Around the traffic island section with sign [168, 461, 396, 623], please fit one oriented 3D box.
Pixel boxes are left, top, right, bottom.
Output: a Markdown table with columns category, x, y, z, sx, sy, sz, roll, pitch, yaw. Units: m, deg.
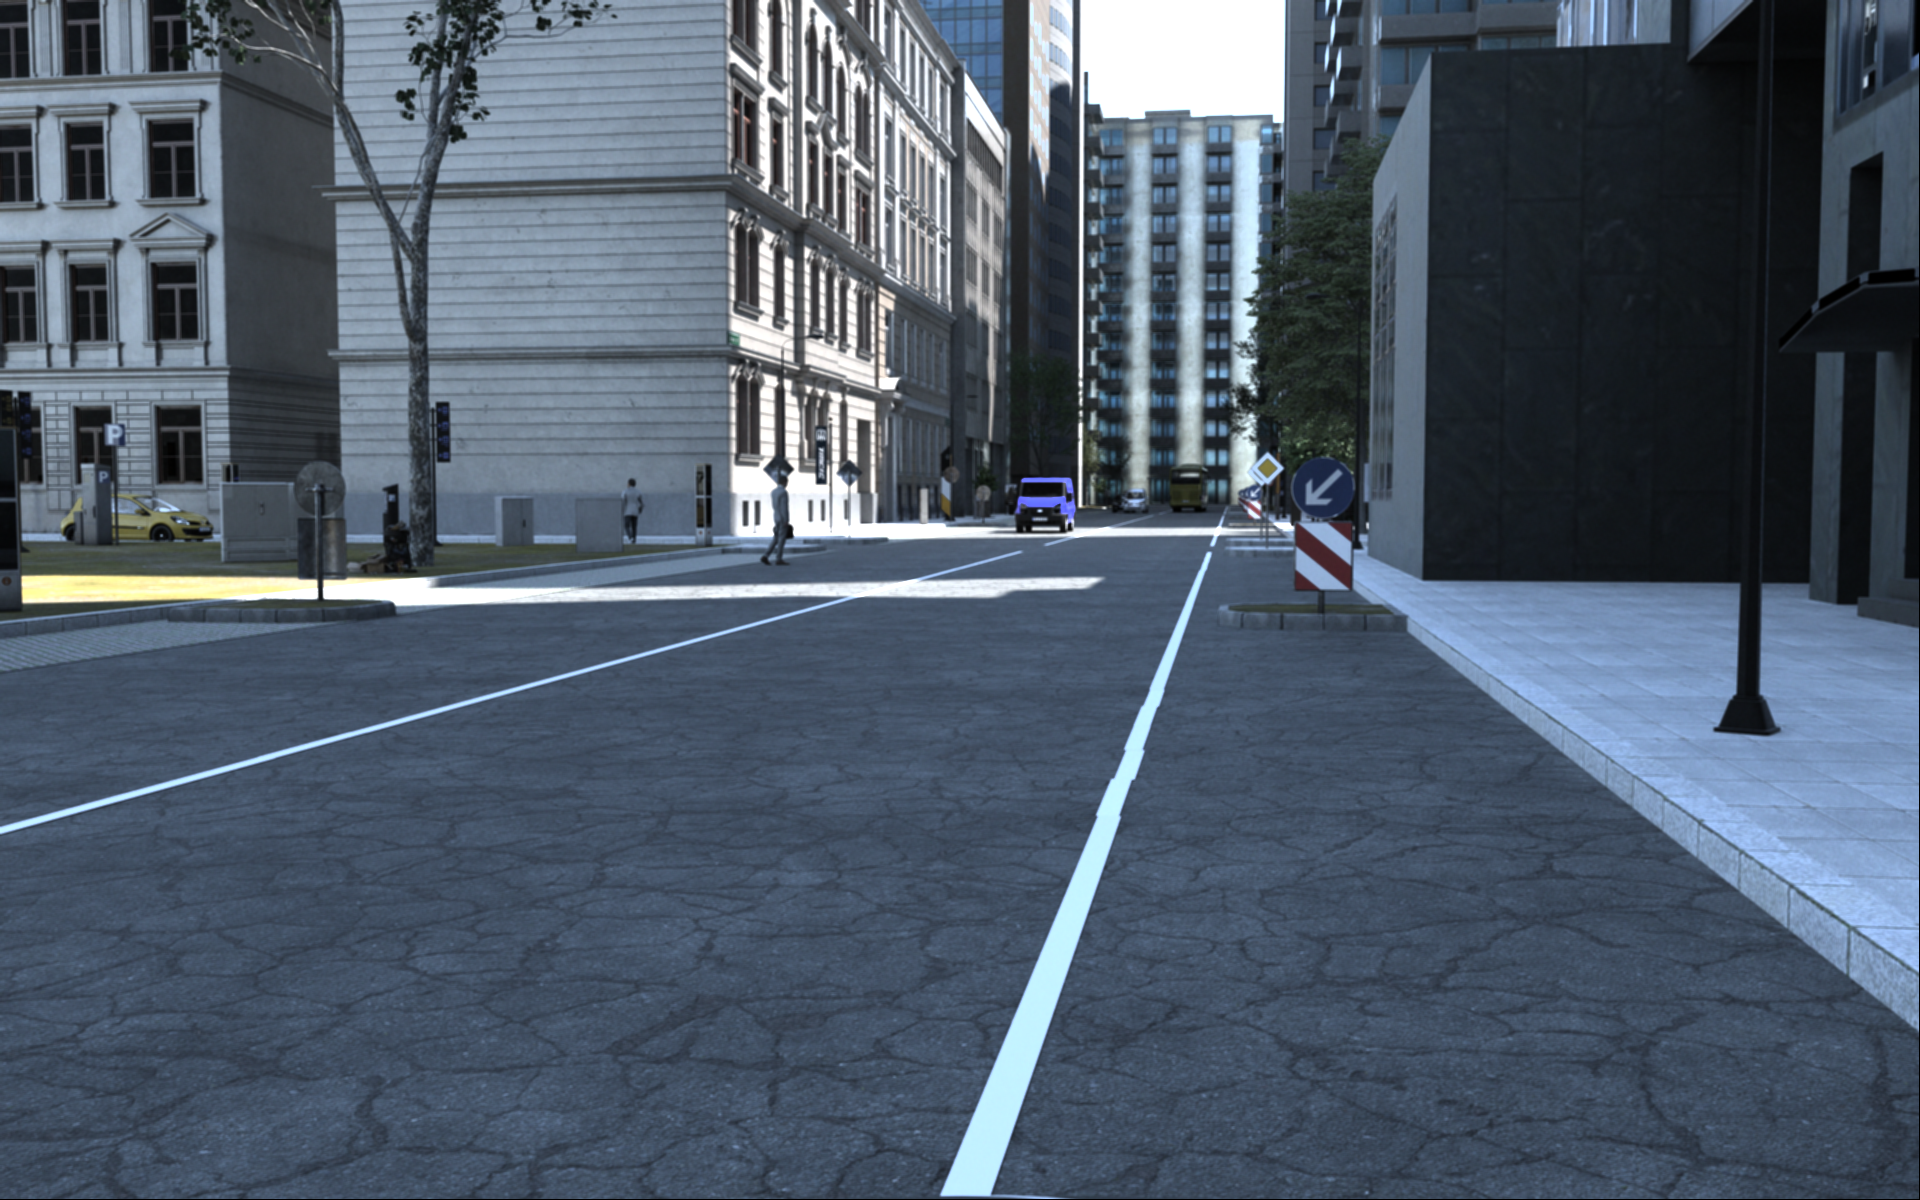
| category | x | y | z | sx | sy | sz | roll | pitch | yaw |
| --- | --- | --- | --- | --- | --- | --- | --- | --- | --- |
| traffic island section with sign | -7.701 | -0.700 | 20.072 | 1.989 | 1.847 | 2.006 | 1 | 4 | 9 |

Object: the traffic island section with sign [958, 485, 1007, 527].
| category | x | y | z | sx | sy | sz | roll | pitch | yaw |
| --- | --- | --- | --- | --- | --- | --- | --- | --- | --- |
| traffic island section with sign | 1.022 | -4.098 | 75.636 | 1.989 | 1.847 | 2.006 | 1 | 4 | 9 |

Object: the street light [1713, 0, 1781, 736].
| category | x | y | z | sx | sy | sz | roll | pitch | yaw |
| --- | --- | --- | --- | --- | --- | --- | --- | --- | --- |
| street light | 3.726 | -2.247 | 9.284 | 1.470 | 5.913 | 1.316 | 1 | 4 | 9 |

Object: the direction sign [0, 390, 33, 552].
| category | x | y | z | sx | sy | sz | roll | pitch | yaw |
| --- | --- | --- | --- | --- | --- | --- | --- | --- | --- |
| direction sign | -20.717 | -2.818 | 38.077 | 0.379 | 3.537 | 0.876 | 1 | 4 | 13 |

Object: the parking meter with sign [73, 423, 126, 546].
| category | x | y | z | sx | sy | sz | roll | pitch | yaw |
| --- | --- | --- | --- | --- | --- | --- | --- | --- | --- |
| parking meter with sign | -21.651 | -2.886 | 43.452 | 1.738 | 3.016 | 0.543 | 2 | 4 | 34 |

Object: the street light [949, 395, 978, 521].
| category | x | y | z | sx | sy | sz | roll | pitch | yaw |
| --- | --- | --- | --- | --- | --- | --- | --- | --- | --- |
| street light | 0.167 | -6.658 | 81.398 | 1.470 | 5.913 | 1.316 | 1 | 4 | 9 |

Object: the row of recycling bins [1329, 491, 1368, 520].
| category | x | y | z | sx | sy | sz | roll | pitch | yaw |
| --- | --- | --- | --- | --- | --- | --- | --- | --- | --- |
| row of recycling bins | 18.945 | -4.782 | 85.301 | 1.069 | 1.692 | 3.534 | -2 | 4 | -29 |

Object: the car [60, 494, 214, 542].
| category | x | y | z | sx | sy | sz | roll | pitch | yaw |
| --- | --- | --- | --- | --- | --- | --- | --- | --- | --- |
| car | -22.968 | -2.337 | 48.440 | 3.980 | 1.641 | 2.015 | 0 | 4 | 8 |

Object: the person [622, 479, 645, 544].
| category | x | y | z | sx | sy | sz | roll | pitch | yaw |
| --- | --- | --- | --- | --- | --- | --- | --- | --- | --- |
| person | -8.640 | -2.287 | 45.745 | 0.661 | 1.843 | 0.795 | -2 | 4 | -27 |

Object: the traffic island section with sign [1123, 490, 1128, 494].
| category | x | y | z | sx | sy | sz | roll | pitch | yaw |
| --- | --- | --- | --- | --- | --- | --- | --- | --- | --- |
| traffic island section with sign | 17.243 | -10.417 | 178.948 | 1.989 | 1.847 | 2.006 | 1 | 4 | 9 |

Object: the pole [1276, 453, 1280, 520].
| category | x | y | z | sx | sy | sz | roll | pitch | yaw |
| --- | --- | --- | --- | --- | --- | --- | --- | --- | --- |
| pole | 15.759 | -5.627 | 85.838 | 0.158 | 3.312 | 0.155 | 0 | 3 | 0 |

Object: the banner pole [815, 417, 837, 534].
| category | x | y | z | sx | sy | sz | roll | pitch | yaw |
| --- | --- | --- | --- | --- | --- | --- | --- | --- | --- |
| banner pole | -4.362 | -4.041 | 56.092 | 0.863 | 3.779 | 0.401 | -3 | 5 | -43 |

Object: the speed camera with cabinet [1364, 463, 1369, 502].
| category | x | y | z | sx | sy | sz | roll | pitch | yaw |
| --- | --- | --- | --- | --- | --- | --- | --- | --- | --- |
| speed camera with cabinet | 12.491 | -3.337 | 48.889 | 2.038 | 3.252 | 0.660 | 2 | 4 | 24 |

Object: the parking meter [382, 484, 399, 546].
| category | x | y | z | sx | sy | sz | roll | pitch | yaw |
| --- | --- | --- | --- | --- | --- | --- | --- | --- | --- |
| parking meter | -13.982 | -2.088 | 42.550 | 0.372 | 1.533 | 0.369 | 0 | 3 | 0 |

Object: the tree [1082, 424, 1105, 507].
| category | x | y | z | sx | sy | sz | roll | pitch | yaw |
| --- | --- | --- | --- | --- | --- | --- | --- | --- | --- |
| tree | 12.470 | -13.514 | 171.312 | 4.737 | 8.622 | 4.395 | 0 | 3 | 0 |

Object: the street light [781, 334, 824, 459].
| category | x | y | z | sx | sy | sz | roll | pitch | yaw |
| --- | --- | --- | --- | --- | --- | --- | --- | --- | --- |
| street light | -4.643 | -4.772 | 50.557 | 1.470 | 5.913 | 1.316 | 1 | 4 | 9 |

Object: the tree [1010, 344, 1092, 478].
| category | x | y | z | sx | sy | sz | roll | pitch | yaw |
| --- | --- | --- | --- | --- | --- | --- | --- | --- | --- |
| tree | 5.591 | -11.918 | 120.615 | 9.928 | 11.665 | 9.643 | 0 | 3 | 0 |

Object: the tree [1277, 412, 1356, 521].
| category | x | y | z | sx | sy | sz | roll | pitch | yaw |
| --- | --- | --- | --- | --- | --- | --- | --- | --- | --- |
| tree | 13.561 | -4.972 | 65.005 | 4.285 | 4.588 | 4.351 | 0 | 3 | 0 |

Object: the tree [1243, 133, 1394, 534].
| category | x | y | z | sx | sy | sz | roll | pitch | yaw |
| --- | --- | --- | --- | --- | --- | --- | --- | --- | --- |
| tree | 12.693 | -8.367 | 54.925 | 7.486 | 12.596 | 7.792 | 0 | 3 | 0 |

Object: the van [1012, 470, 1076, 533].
| category | x | y | z | sx | sy | sz | roll | pitch | yaw |
| --- | --- | --- | --- | --- | --- | --- | --- | --- | --- |
| van | 3.236 | -3.729 | 65.353 | 2.240 | 2.365 | 5.245 | 0 | 4 | 8 |

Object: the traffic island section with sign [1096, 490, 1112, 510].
| category | x | y | z | sx | sy | sz | roll | pitch | yaw |
| --- | --- | --- | --- | --- | --- | --- | --- | --- | --- |
| traffic island section with sign | 12.943 | -8.740 | 151.529 | 1.989 | 1.847 | 2.006 | 1 | 4 | 9 |

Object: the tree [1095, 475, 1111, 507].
| category | x | y | z | sx | sy | sz | roll | pitch | yaw |
| --- | --- | --- | --- | --- | --- | --- | --- | --- | --- |
| tree | 14.672 | -11.173 | 177.282 | 1.663 | 3.219 | 1.824 | 0 | 3 | 0 |

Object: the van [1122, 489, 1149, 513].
| category | x | y | z | sx | sy | sz | roll | pitch | yaw |
| --- | --- | --- | --- | --- | --- | --- | --- | --- | --- |
| van | 13.161 | -7.491 | 129.481 | 2.013 | 2.044 | 4.112 | 1 | 4 | 10 |

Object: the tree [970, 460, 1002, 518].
| category | x | y | z | sx | sy | sz | roll | pitch | yaw |
| --- | --- | --- | --- | --- | --- | --- | --- | --- | --- |
| tree | 1.261 | -6.055 | 93.608 | 1.663 | 3.219 | 1.824 | 0 | 3 | 0 |

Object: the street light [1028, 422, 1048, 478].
| category | x | y | z | sx | sy | sz | roll | pitch | yaw |
| --- | --- | --- | --- | --- | --- | --- | --- | --- | --- |
| street light | 4.994 | -8.531 | 112.020 | 1.470 | 5.913 | 1.316 | 1 | 4 | 9 |

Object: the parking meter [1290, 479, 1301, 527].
| category | x | y | z | sx | sy | sz | roll | pitch | yaw |
| --- | --- | --- | --- | --- | --- | --- | --- | --- | --- |
| parking meter | 13.306 | -3.842 | 68.526 | 0.399 | 1.863 | 0.255 | -1 | 4 | -11 |

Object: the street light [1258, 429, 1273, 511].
| category | x | y | z | sx | sy | sz | roll | pitch | yaw |
| --- | --- | --- | --- | --- | --- | --- | --- | --- | --- |
| street light | 16.701 | -7.308 | 92.031 | 1.470 | 5.913 | 1.316 | 1 | 4 | 9 |

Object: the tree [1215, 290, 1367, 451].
| category | x | y | z | sx | sy | sz | roll | pitch | yaw |
| --- | --- | --- | --- | --- | --- | --- | --- | --- | --- |
| tree | 15.269 | -8.893 | 79.819 | 7.601 | 10.594 | 8.767 | -1 | 4 | -17 |

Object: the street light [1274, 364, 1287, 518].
| category | x | y | z | sx | sy | sz | roll | pitch | yaw |
| --- | --- | --- | --- | --- | --- | --- | --- | --- | --- |
| street light | 11.992 | -5.432 | 61.347 | 1.470 | 5.913 | 1.316 | 1 | 4 | 9 |

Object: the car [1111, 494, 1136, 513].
| category | x | y | z | sx | sy | sz | roll | pitch | yaw |
| --- | --- | --- | --- | --- | --- | --- | --- | --- | --- |
| car | 12.798 | -7.658 | 134.994 | 2.009 | 1.686 | 4.222 | 1 | 4 | 8 |

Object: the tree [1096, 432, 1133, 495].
| category | x | y | z | sx | sy | sz | roll | pitch | yaw |
| --- | --- | --- | --- | --- | --- | --- | --- | --- | --- |
| tree | 18.194 | -15.388 | 201.948 | 4.360 | 8.622 | 3.978 | 0 | 3 | 0 |

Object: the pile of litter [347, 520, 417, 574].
| category | x | y | z | sx | sy | sz | roll | pitch | yaw |
| --- | --- | --- | --- | --- | --- | --- | --- | --- | --- |
| pile of litter | -9.481 | -0.883 | 28.398 | 1.176 | 0.858 | 1.719 | 0 | 4 | -8 |

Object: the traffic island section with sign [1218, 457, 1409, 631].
| category | x | y | z | sx | sy | sz | roll | pitch | yaw |
| --- | --- | --- | --- | --- | --- | --- | --- | --- | --- |
| traffic island section with sign | 3.875 | -0.647 | 19.211 | 1.989 | 1.847 | 2.006 | 1 | 4 | 9 |

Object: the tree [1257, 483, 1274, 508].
| category | x | y | z | sx | sy | sz | roll | pitch | yaw |
| --- | --- | --- | --- | --- | --- | --- | --- | --- | --- |
| tree | 29.852 | -10.872 | 172.364 | 1.663 | 3.219 | 1.824 | 0 | 3 | 0 |

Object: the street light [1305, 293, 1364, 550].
| category | x | y | z | sx | sy | sz | roll | pitch | yaw |
| --- | --- | --- | --- | --- | --- | --- | --- | --- | --- |
| street light | 8.675 | -4.135 | 40.146 | 1.470 | 5.913 | 1.316 | 1 | 4 | 9 |

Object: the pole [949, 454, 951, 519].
| category | x | y | z | sx | sy | sz | roll | pitch | yaw |
| --- | --- | --- | --- | --- | --- | --- | --- | --- | --- |
| pole | -0.536 | -5.793 | 88.558 | 0.158 | 3.312 | 0.155 | 0 | 3 | 0 |

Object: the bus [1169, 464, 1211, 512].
| category | x | y | z | sx | sy | sz | roll | pitch | yaw |
| --- | --- | --- | --- | --- | --- | --- | --- | --- | --- |
| bus | 18.648 | -9.112 | 140.534 | 2.896 | 3.916 | 12.252 | 1 | 4 | 11 |

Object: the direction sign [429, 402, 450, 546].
| category | x | y | z | sx | sy | sz | roll | pitch | yaw |
| --- | --- | --- | --- | --- | --- | --- | --- | --- | --- |
| direction sign | -12.968 | -3.101 | 42.693 | 0.876 | 3.537 | 0.379 | 1 | 4 | 11 |

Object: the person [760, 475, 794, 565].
| category | x | y | z | sx | sy | sz | roll | pitch | yaw |
| --- | --- | --- | --- | --- | --- | --- | --- | --- | --- |
| person | -3.615 | -1.614 | 35.005 | 0.853 | 1.813 | 0.709 | -3 | 4 | -39 |
